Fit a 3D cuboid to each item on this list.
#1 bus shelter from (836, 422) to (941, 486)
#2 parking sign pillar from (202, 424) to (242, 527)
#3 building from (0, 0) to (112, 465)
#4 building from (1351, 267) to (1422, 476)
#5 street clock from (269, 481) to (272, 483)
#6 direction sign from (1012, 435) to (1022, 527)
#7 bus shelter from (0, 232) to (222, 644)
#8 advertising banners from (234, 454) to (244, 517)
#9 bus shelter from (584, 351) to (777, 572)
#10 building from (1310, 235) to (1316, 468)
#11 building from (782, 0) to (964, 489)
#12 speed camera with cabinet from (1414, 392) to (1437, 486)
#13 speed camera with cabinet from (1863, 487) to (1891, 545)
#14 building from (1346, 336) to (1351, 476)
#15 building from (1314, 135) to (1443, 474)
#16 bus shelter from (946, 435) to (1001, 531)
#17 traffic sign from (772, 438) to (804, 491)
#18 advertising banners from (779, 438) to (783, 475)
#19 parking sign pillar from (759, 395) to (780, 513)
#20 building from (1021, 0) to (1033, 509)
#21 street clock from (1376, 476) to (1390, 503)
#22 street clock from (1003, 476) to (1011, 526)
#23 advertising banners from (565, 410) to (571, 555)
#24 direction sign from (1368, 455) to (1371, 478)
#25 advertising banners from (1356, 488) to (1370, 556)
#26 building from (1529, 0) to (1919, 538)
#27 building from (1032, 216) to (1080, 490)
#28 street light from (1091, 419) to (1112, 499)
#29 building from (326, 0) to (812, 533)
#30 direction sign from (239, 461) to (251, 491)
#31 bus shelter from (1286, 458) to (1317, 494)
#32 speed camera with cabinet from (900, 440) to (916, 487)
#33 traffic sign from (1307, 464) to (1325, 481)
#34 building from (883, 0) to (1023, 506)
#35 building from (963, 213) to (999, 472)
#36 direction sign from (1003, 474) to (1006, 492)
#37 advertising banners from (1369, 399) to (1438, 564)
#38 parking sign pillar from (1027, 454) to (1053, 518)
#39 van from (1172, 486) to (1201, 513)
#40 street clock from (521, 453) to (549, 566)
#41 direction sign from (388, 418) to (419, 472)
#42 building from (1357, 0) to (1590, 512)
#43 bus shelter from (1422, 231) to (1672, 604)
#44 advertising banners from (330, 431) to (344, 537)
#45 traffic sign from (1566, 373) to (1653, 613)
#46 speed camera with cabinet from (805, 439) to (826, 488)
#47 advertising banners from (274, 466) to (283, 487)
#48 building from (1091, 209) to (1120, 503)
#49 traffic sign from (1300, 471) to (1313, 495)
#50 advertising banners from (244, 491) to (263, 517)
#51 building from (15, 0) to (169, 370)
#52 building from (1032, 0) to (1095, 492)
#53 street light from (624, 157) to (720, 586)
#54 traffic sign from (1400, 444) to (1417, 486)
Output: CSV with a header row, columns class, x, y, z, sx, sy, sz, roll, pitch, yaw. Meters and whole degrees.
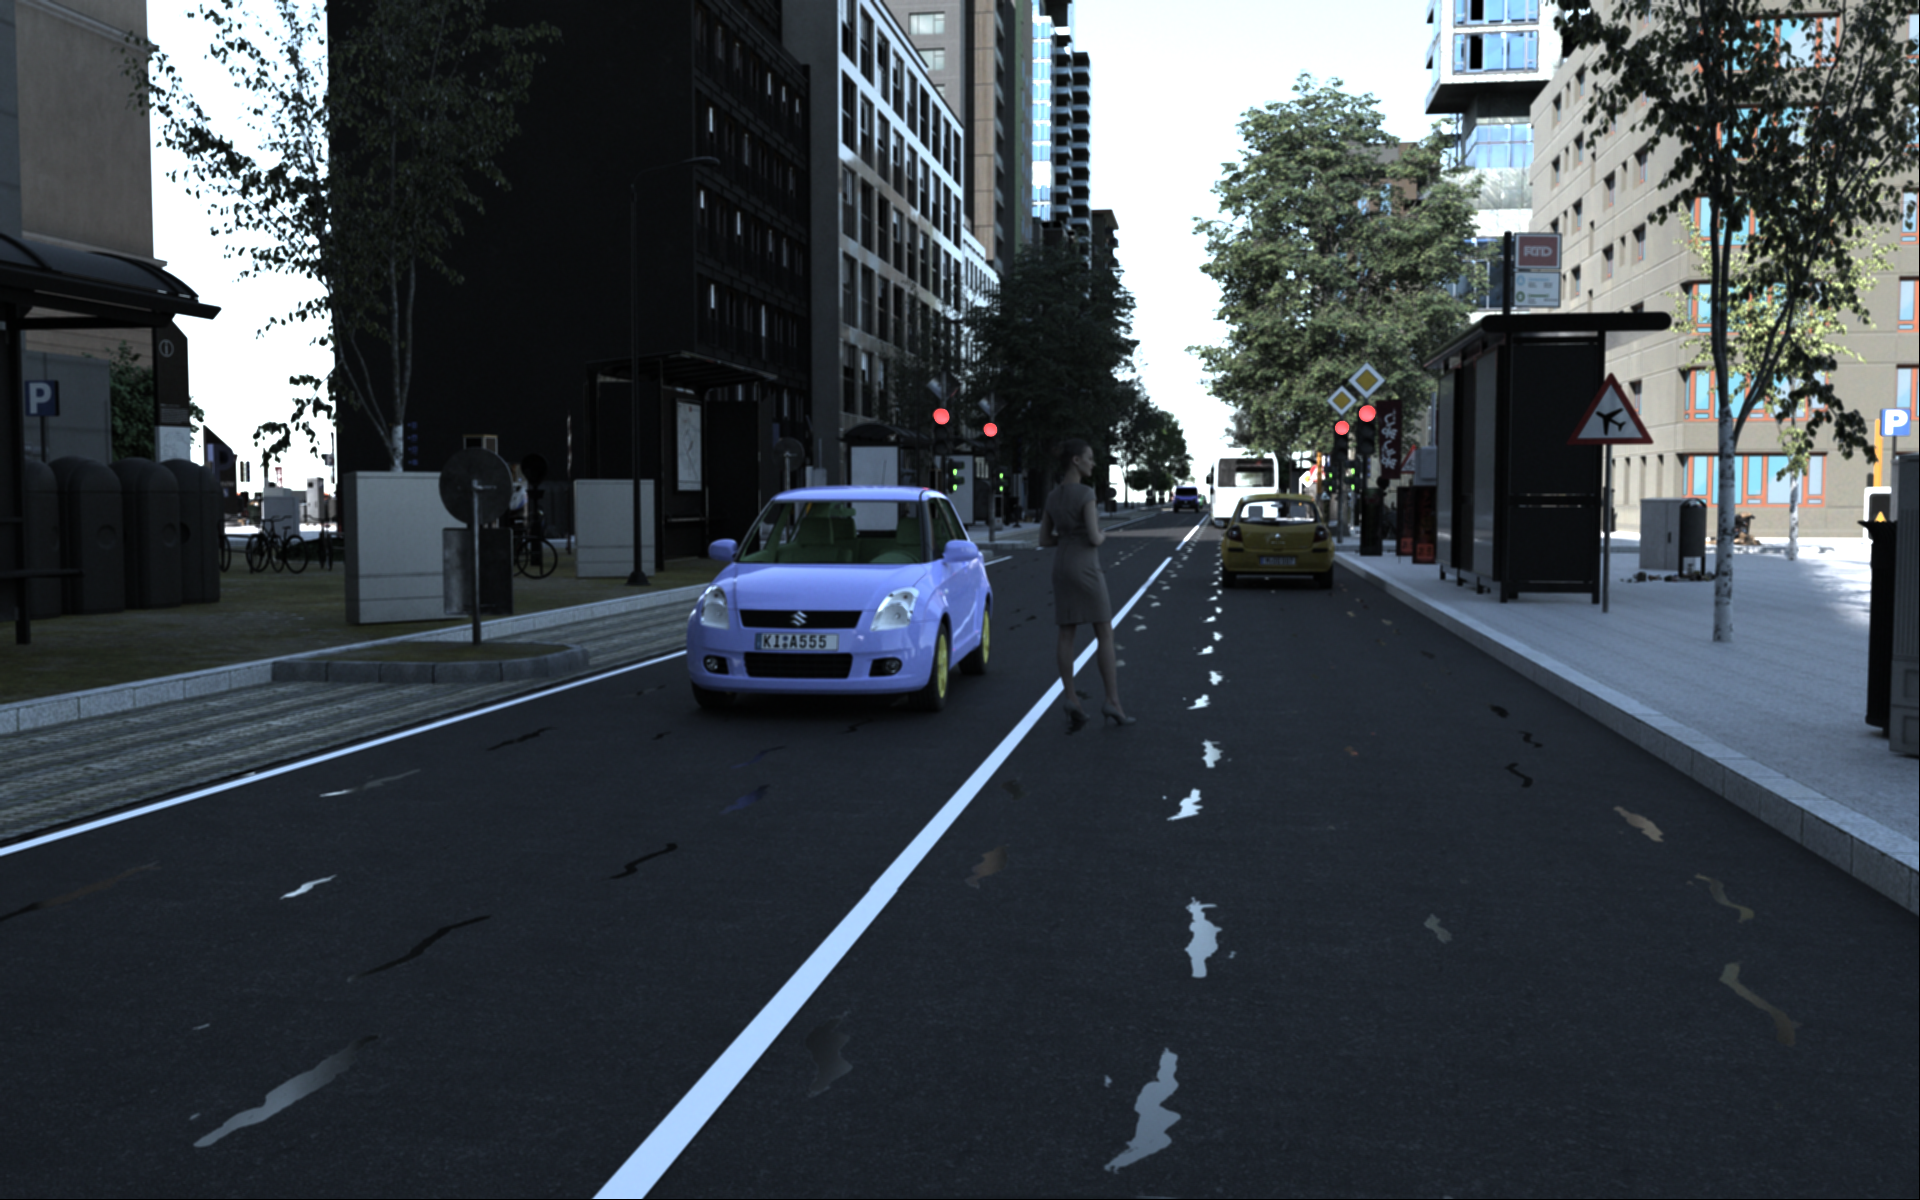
class,x,y,z,sx,sy,sz,roll,pitch,yaw
bus shelter,-2.069,-3.512,51.352,2.014,3.302,5.546,1,4,9
parking sign pillar,-28.791,-4.829,67.420,1.447,3.967,1.447,1,4,22
building,-27.214,-35.646,21.067,20.611,71.187,20.563,1,4,9
building,47.216,-18.068,140.450,27.650,21.520,28.899,1,4,9
street clock,-39.522,-5.803,99.451,0.471,2.002,0.358,-3,5,-40
direction sign,2.193,-4.565,66.640,0.379,3.537,0.876,-1,4,-20
bus shelter,-7.680,-1.117,12.188,2.014,3.302,5.546,1,4,9
advertising banners,-31.736,-4.765,74.098,0.090,3.025,2.074,2,4,31
bus shelter,-4.951,-2.469,31.645,1.731,3.624,6.357,1,4,9
building,56.429,-34.244,243.489,14.154,41.232,14.086,1,4,9
building,-11.886,-17.406,89.104,19.350,26.468,34.151,1,4,9
speed camera with cabinet,9.803,-2.382,33.288,2.038,3.252,0.660,3,5,40
speed camera with cabinet,23.413,-2.957,42.683,0.660,3.252,2.038,-2,4,-28
building,52.677,-19.802,168.797,27.650,21.520,28.899,1,4,9
building,51.643,-34.585,215.569,14.600,45.320,14.200,1,4,9
bus shelter,0.122,-4.199,62.573,2.014,3.302,5.546,1,4,9
traffic sign,-3.899,-2.391,39.201,0.768,2.556,0.104,1,4,16
advertising banners,-6.306,-3.576,54.659,2.074,3.025,0.090,3,5,41
parking sign pillar,-5.534,-3.620,47.660,1.447,3.967,1.447,3,5,42
building,-1.614,-30.206,143.984,14.600,45.320,14.200,1,4,9
street clock,16.668,-3.896,68.268,0.471,2.002,0.358,-1,4,-17
street clock,1.909,-4.019,70.274,0.358,2.002,0.471,0,4,7
advertising banners,-8.363,-2.495,36.985,0.090,3.025,2.074,-1,4,-15
direction sign,20.069,-5.715,85.434,0.379,3.537,0.876,0,4,-8
advertising banners,9.258,-2.425,35.833,2.074,3.025,0.090,0,4,2
building,37.532,-13.245,61.592,28.899,21.520,27.650,1,4,9
building,4.960,-25.125,182.493,14.160,30.474,14.107,1,4,9
street light,8.462,-8.141,105.649,1.470,5.913,1.316,1,4,9
building,-13.325,-14.301,63.494,12.332,23.373,15.834,1,4,9
direction sign,-48.552,-7.687,117.679,0.379,3.537,0.876,2,4,25
bus shelter,19.789,-6.454,99.439,2.014,3.302,5.546,1,4,9
speed camera with cabinet,-1.644,-4.229,63.478,0.660,3.252,2.038,-2,4,-31
traffic sign,14.699,-4.354,71.197,0.884,2.594,0.081,1,4,13
building,-3.057,-27.306,130.048,14.154,41.232,14.086,1,4,9
building,-3.648,-15.843,113.787,10.420,20.320,16.860,1,4,9
direction sign,3.111,-7.941,121.825,0.379,3.537,0.876,1,4,18
advertising banners,8.564,-2.171,31.686,2.074,3.025,0.090,2,4,35
parking sign pillar,4.262,-6.352,92.332,1.447,3.967,1.447,0,4,-5
van,17.583,-7.941,134.223,2.240,2.365,5.245,1,4,9
street clock,-7.600,-1.617,31.015,0.471,2.002,0.358,0,4,-4
direction sign,-16.630,-3.658,51.799,0.876,3.537,0.379,0,4,-6
building,35.850,-48.117,99.376,22.319,86.520,31.000,1,4,9
bus shelter,7.781,-2.856,24.321,2.179,5.291,8.768,1,4,9
advertising banners,-17.682,-3.247,49.282,0.090,3.025,2.074,-1,4,-9
traffic sign,6.989,-1.142,18.680,0.884,2.594,0.081,1,4,13
speed camera with cabinet,-5.566,-4.181,62.690,0.660,3.252,2.038,-2,4,-33
advertising banners,-42.290,-6.934,109.561,2.074,3.025,0.090,-3,4,-36
building,12.350,-37.011,259.759,22.147,44.769,28.867,1,4,9
traffic sign,17.391,-5.231,86.715,0.795,2.450,0.064,1,4,11
advertising banners,-40.028,-6.163,96.959,2.074,3.025,0.090,0,4,-2
building,-43.729,-17.168,66.599,20.117,28.700,13.634,1,4,9
building,7.255,-56.034,228.834,22.319,86.520,31.000,1,4,9
street light,-4.002,-3.154,24.114,1.470,5.913,1.316,1,4,9
traffic sign,11.850,-2.770,45.285,0.884,2.594,0.081,1,4,17
